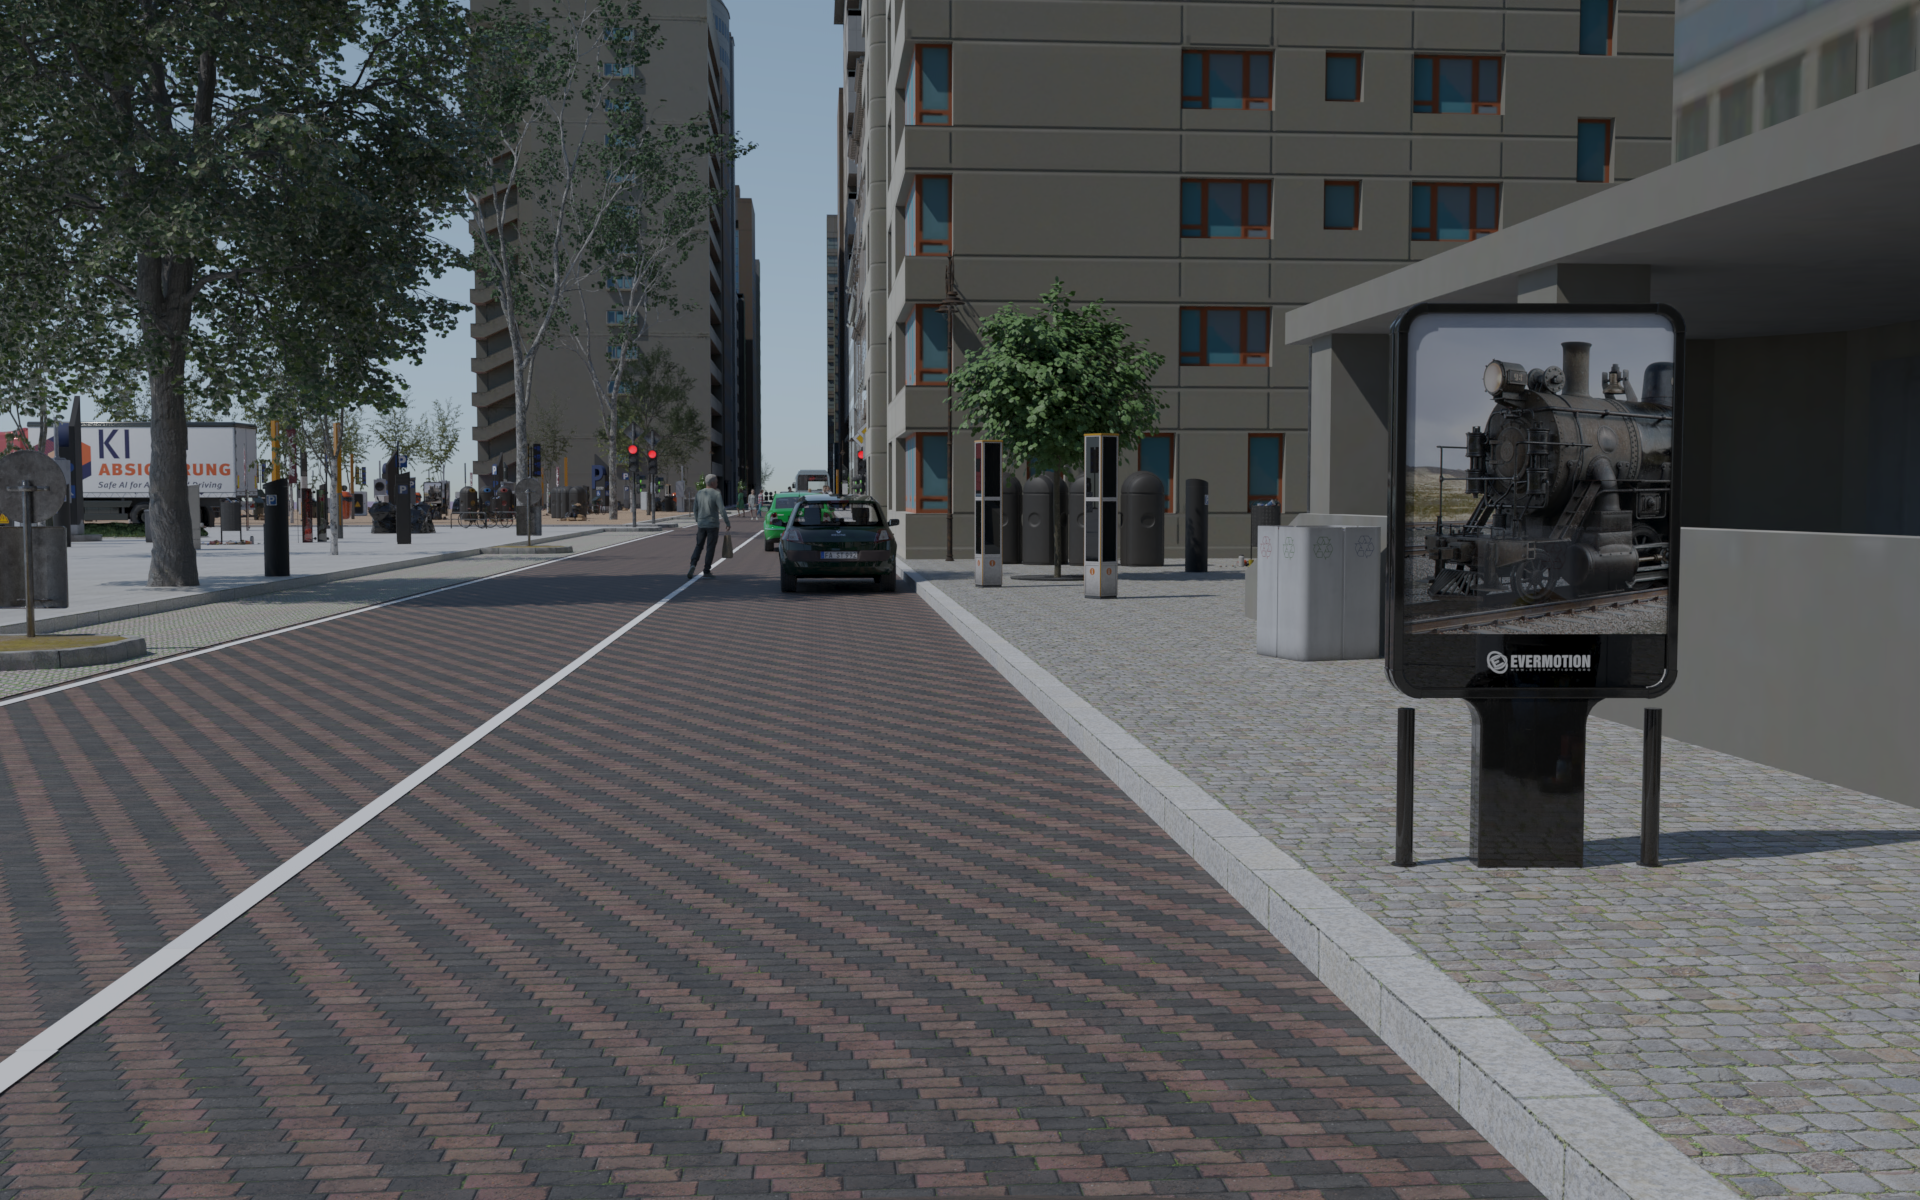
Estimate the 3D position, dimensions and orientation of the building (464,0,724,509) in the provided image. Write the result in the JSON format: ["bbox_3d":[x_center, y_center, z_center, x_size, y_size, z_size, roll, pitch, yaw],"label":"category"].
[{"bbox_3d":[-33.231,-32.768,159.455,21.300,48.544,21.600,0,4,-5],"label":"building"}]

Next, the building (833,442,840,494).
[{"bbox_3d":[-4.138,-54.863,209.685,22.319,86.520,31.000,0,4,-5],"label":"building"}]

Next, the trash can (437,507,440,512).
[{"bbox_3d":[-32.842,-5.913,108.339,0.748,1.137,0.748,0,3,0],"label":"trash can"}]

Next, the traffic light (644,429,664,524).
[{"bbox_3d":[-13.165,-5.229,74.408,0.839,4.253,0.868,0,4,-5],"label":"traffic light"}]

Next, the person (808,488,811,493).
[{"bbox_3d":[-9.383,-6.093,108.472,0.624,1.780,0.694,2,4,34],"label":"person"}]

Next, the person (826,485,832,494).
[{"bbox_3d":[-6.105,-4.358,79.851,0.679,1.850,0.850,3,5,40],"label":"person"}]

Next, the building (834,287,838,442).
[{"bbox_3d":[-10.541,-28.745,241.687,14.160,30.474,14.107,0,4,-5],"label":"building"}]

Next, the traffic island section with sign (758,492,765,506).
[{"bbox_3d":[-23.833,-11.721,200.260,1.989,1.847,2.006,0,4,-5],"label":"traffic island section with sign"}]

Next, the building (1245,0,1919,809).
[{"bbox_3d":[19.608,-19.537,11.309,32.217,40.220,23.993,0,4,-5],"label":"building"}]

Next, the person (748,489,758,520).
[{"bbox_3d":[-11.544,-5.324,96.551,0.512,1.701,0.522,-1,4,-17],"label":"person"}]

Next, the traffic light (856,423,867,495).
[{"bbox_3d":[-3.614,-4.789,67.215,0.839,4.253,0.868,0,4,-5],"label":"traffic light"}]

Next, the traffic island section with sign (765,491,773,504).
[{"bbox_3d":[-28.535,-15.122,255.878,1.989,1.847,2.006,0,4,-5],"label":"traffic island section with sign"}]

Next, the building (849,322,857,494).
[{"bbox_3d":[-3.738,-17.589,142.324,10.420,20.320,16.860,0,4,-5],"label":"building"}]

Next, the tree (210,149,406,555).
[{"bbox_3d":[-13.325,-5.259,36.344,4.360,8.622,3.978,0,3,0],"label":"tree"}]

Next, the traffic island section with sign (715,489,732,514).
[{"bbox_3d":[-17.414,-7.070,124.223,1.989,1.847,2.006,0,4,-5],"label":"traffic island section with sign"}]

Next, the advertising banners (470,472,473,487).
[{"bbox_3d":[-39.921,-8.821,140.410,0.090,3.025,2.074,-3,4,-39],"label":"advertising banners"}]

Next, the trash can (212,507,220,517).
[{"bbox_3d":[-41.284,-5.184,96.406,0.748,1.137,0.748,0,3,0],"label":"trash can"}]

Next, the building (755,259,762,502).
[{"bbox_3d":[-40.890,-37.255,292.713,14.154,41.232,14.086,0,4,-5],"label":"building"}]

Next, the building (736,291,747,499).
[{"bbox_3d":[-36.895,-28.592,239.176,14.160,30.474,14.107,0,4,-5],"label":"building"}]

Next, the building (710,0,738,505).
[{"bbox_3d":[-36.921,-40.167,198.729,21.231,58.520,28.212,0,4,-5],"label":"building"}]

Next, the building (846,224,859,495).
[{"bbox_3d":[-1.140,-17.138,122.003,13.314,21.916,24.055,0,4,-5],"label":"building"}]

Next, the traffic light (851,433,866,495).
[{"bbox_3d":[-4.286,-5.275,75.171,0.839,4.253,0.868,0,4,-5],"label":"traffic light"}]

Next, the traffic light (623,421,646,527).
[{"bbox_3d":[-12.493,-4.742,66.451,0.839,4.253,0.868,0,4,-5],"label":"traffic light"}]

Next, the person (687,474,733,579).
[{"bbox_3d":[-4.195,-1.240,29.264,0.782,1.767,0.515,2,4,25],"label":"person"}]

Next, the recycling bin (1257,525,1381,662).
[{"bbox_3d":[2.820,-0.067,13.652,0.722,1.027,0.722,-1,4,-20],"label":"recycling bin"}]

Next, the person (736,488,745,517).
[{"bbox_3d":[-13.522,-5.999,106.831,0.529,1.795,0.600,1,4,11],"label":"person"}]

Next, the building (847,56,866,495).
[{"bbox_3d":[0.175,-18.352,97.326,12.463,27.353,25.104,0,4,-5],"label":"building"}]

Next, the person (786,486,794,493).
[{"bbox_3d":[-9.033,-5.189,93.152,0.655,1.846,0.447,-3,4,-36],"label":"person"}]

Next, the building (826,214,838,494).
[{"bbox_3d":[-12.576,-34.967,255.308,14.154,41.232,14.086,0,4,-5],"label":"building"}]

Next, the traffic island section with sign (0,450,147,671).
[{"bbox_3d":[-8.170,-0.377,14.786,1.989,1.847,2.006,0,4,-5],"label":"traffic island section with sign"}]

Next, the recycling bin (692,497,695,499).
[{"bbox_3d":[-21.366,-7.718,138.746,0.722,1.027,0.722,-1,4,-10],"label":"recycling bin"}]

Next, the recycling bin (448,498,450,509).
[{"bbox_3d":[-43.090,-8.091,144.838,0.722,1.027,0.722,-2,4,-35],"label":"recycling bin"}]

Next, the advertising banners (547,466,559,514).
[{"bbox_3d":[-25.877,-6.977,110.254,0.090,3.025,2.074,-2,4,-33],"label":"advertising banners"}]

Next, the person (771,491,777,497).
[{"bbox_3d":[-19.287,-10.446,179.830,0.750,1.759,0.617,-2,4,-32],"label":"person"}]

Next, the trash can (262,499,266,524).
[{"bbox_3d":[-21.199,-2.564,53.575,0.748,1.137,0.748,0,3,0],"label":"trash can"}]

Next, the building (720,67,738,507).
[{"bbox_3d":[-30.931,-32.311,178.394,14.600,45.320,14.200,0,4,-5],"label":"building"}]

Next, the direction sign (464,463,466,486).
[{"bbox_3d":[-36.087,-8.219,126.378,0.379,3.537,0.876,-1,4,-21],"label":"direction sign"}]

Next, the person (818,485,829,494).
[{"bbox_3d":[-6.070,-4.184,76.873,0.622,1.834,0.822,-3,5,-41],"label":"person"}]

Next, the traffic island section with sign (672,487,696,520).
[{"bbox_3d":[-15.137,-5.427,97.364,1.989,1.847,2.006,0,4,-5],"label":"traffic island section with sign"}]

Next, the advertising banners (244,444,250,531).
[{"bbox_3d":[-25.014,-3.946,60.709,0.090,3.025,2.074,-1,4,-19],"label":"advertising banners"}]

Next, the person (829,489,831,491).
[{"bbox_3d":[-6.769,-4.985,90.346,0.599,1.781,0.374,1,4,19],"label":"person"}]

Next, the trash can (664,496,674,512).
[{"bbox_3d":[-20.925,-6.903,124.520,0.748,1.137,0.748,0,3,0],"label":"trash can"}]

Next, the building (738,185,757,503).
[{"bbox_3d":[-37.083,-36.933,253.959,14.600,45.320,14.200,0,4,-5],"label":"building"}]

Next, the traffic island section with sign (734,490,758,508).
[{"bbox_3d":[-21.566,-10.078,173.400,1.989,1.847,2.006,0,4,-5],"label":"traffic island section with sign"}]

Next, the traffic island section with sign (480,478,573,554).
[{"bbox_3d":[-10.463,-2.039,41.969,1.989,1.847,2.006,0,4,-5],"label":"traffic island section with sign"}]

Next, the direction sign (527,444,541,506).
[{"bbox_3d":[-19.212,-5.241,77.683,0.876,3.537,0.379,-2,4,-35],"label":"direction sign"}]

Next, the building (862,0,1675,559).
[{"bbox_3d":[11.495,-12.464,48.831,27.650,21.520,28.899,0,4,-5],"label":"building"}]

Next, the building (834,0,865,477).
[{"bbox_3d":[2.415,-35.381,167.716,28.713,52.752,27.495,0,4,-5],"label":"building"}]

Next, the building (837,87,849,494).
[{"bbox_3d":[-6.257,-32.906,188.126,14.600,45.320,14.200,0,4,-5],"label":"building"}]

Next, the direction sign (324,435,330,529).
[{"bbox_3d":[-23.360,-4.395,63.855,0.379,3.537,0.876,-2,4,-26],"label":"direction sign"}]

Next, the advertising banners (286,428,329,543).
[{"bbox_3d":[-17.232,-3.028,45.703,0.090,3.025,2.074,1,4,8],"label":"advertising banners"}]

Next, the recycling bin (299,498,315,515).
[{"bbox_3d":[-40.791,-5.849,108.183,0.722,1.027,0.722,1,4,16],"label":"recycling bin"}]

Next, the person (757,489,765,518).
[{"bbox_3d":[-12.174,-5.885,105.553,0.643,1.720,0.563,-1,4,-21],"label":"person"}]

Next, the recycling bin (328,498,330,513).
[{"bbox_3d":[-42.714,-6.394,117.092,0.722,1.027,0.722,-3,4,-38],"label":"recycling bin"}]
